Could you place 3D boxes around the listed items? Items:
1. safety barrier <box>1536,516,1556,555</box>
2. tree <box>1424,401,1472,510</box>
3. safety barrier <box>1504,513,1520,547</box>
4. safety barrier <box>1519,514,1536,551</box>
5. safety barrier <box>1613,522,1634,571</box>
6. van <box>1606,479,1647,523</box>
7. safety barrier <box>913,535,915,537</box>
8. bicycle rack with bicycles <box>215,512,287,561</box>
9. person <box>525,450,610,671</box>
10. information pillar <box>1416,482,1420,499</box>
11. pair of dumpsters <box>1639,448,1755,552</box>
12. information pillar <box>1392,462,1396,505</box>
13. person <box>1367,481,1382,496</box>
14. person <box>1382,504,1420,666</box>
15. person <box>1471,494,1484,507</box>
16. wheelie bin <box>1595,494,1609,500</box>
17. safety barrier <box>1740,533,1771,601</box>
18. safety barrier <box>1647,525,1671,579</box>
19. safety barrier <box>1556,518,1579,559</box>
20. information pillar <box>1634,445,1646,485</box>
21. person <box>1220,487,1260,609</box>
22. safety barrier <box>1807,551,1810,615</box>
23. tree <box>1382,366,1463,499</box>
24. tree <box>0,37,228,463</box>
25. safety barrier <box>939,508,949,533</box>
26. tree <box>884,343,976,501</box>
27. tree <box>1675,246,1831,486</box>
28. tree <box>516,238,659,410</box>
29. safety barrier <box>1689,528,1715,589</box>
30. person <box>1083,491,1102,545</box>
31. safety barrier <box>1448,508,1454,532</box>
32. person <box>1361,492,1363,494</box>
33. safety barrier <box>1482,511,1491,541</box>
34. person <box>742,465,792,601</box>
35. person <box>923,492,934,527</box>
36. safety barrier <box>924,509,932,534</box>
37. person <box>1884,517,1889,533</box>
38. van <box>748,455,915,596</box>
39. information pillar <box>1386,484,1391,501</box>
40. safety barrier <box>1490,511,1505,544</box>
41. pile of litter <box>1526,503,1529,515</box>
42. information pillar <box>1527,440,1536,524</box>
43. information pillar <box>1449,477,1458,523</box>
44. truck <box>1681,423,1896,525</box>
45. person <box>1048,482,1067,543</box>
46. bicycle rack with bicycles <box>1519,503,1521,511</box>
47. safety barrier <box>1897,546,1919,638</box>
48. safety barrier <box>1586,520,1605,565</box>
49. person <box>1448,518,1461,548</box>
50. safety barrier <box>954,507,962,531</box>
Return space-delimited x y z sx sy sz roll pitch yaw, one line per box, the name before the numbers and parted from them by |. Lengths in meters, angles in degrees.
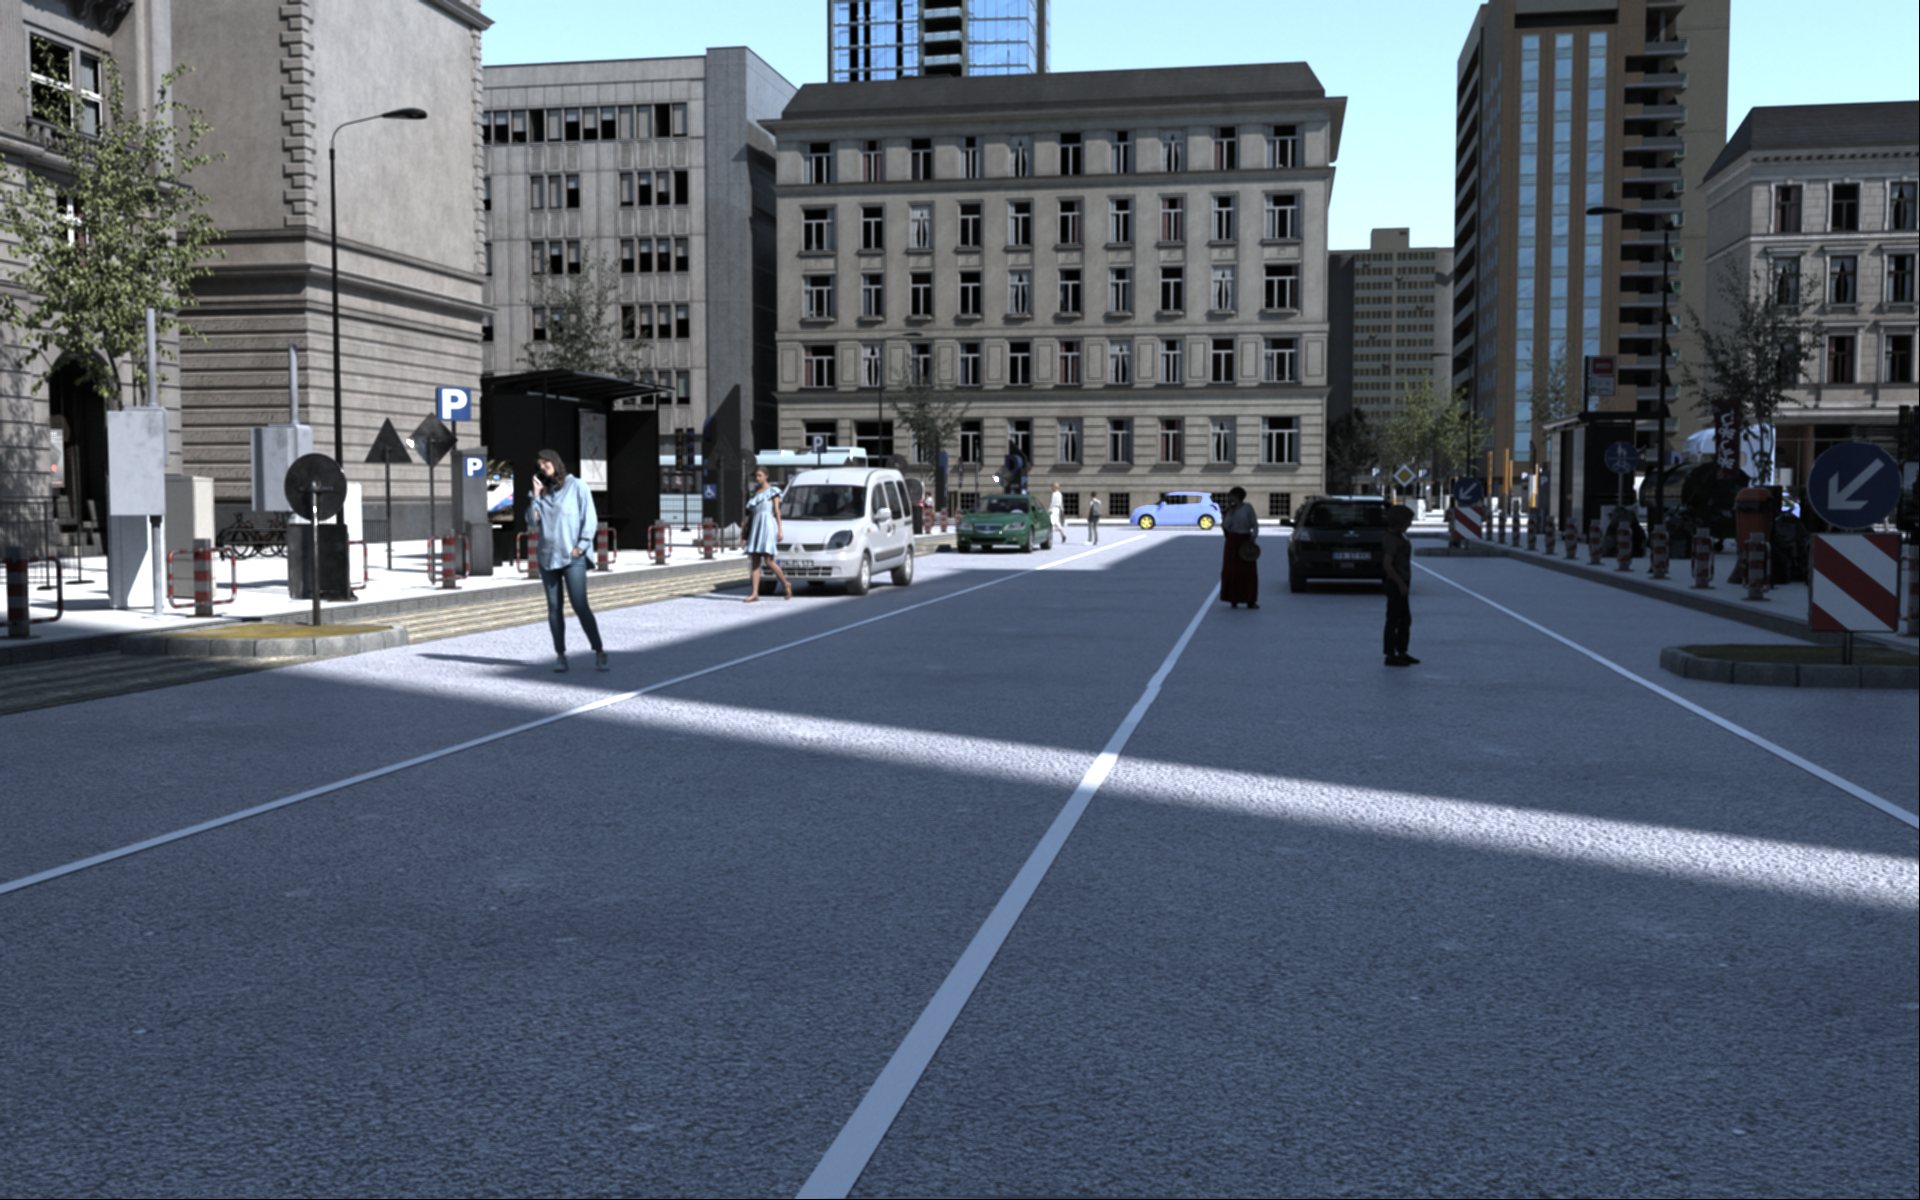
safety barrier | 12.513 -1.373 36.728 0.300 0.817 1.120 1 4 10
tree | 38.581 -11.462 137.758 4.360 8.622 3.978 0 3 0
safety barrier | 13.488 -1.697 42.014 0.300 0.817 1.120 1 4 10
safety barrier | 12.999 -1.535 39.372 0.300 0.817 1.120 1 4 10
safety barrier | 11.045 -0.888 28.794 0.300 0.817 1.120 1 4 10
van | 27.508 -3.852 69.987 4.112 2.044 2.013 1 4 10
safety barrier | -1.508 -2.332 52.405 0.300 0.817 1.120 1 4 10
bicycle rack with bicycles | -13.868 -1.282 34.342 2.925 0.926 2.852 -1 4 -23
person | -3.176 -0.324 14.058 0.793 1.790 0.793 -1 4 -14
information pillar | 27.401 -6.081 103.909 0.304 2.012 0.304 0 4 -4
pair of dumpsters | 16.491 -2.225 38.869 1.574 2.255 4.437 1 4 11
information pillar | 31.723 -8.269 126.552 0.183 3.616 0.504 0 4 -4
person | 12.082 -2.561 50.551 0.537 1.800 0.526 1 4 20
person | 3.698 -0.127 14.483 0.340 1.345 0.435 1 4 10
person | 19.501 -3.527 65.522 0.474 1.900 0.648 3 4 39
wheelie bin | 19.415 -2.764 53.108 0.980 1.594 0.693 -3 5 -42
safety barrier | 9.580 -0.401 20.833 0.300 0.817 1.120 1 4 10
safety barrier | 10.560 -0.726 26.137 0.300 0.817 1.120 1 4 10
safety barrier | 12.024 -1.211 34.080 0.300 0.817 1.120 1 4 10
information pillar | 32.474 -5.586 82.689 0.504 3.616 0.183 0 4 6
person | 3.525 -0.658 21.725 0.523 1.526 0.387 2 4 26
safety barrier | 9.091 -0.239 18.186 0.300 0.817 1.120 1 4 10
tree | 26.489 -9.196 100.719 4.737 8.622 4.395 0 3 0
tree | -13.711 -4.746 27.964 4.737 8.622 4.395 0 3 0
safety barrier | -0.535 -2.656 57.696 0.300 0.817 1.120 1 4 10
tree | -1.599 -8.245 85.175 4.360 8.622 3.978 0 3 0
tree | 23.413 -6.149 50.893 4.360 8.622 3.978 0 3 0
tree | -11.099 -6.141 50.765 4.360 8.622 3.978 0 3 0
safety barrier | 10.070 -0.563 23.485 0.300 0.817 1.120 1 4 10
person | 3.769 -2.317 48.980 0.523 1.515 0.503 1 4 16
safety barrier | 16.418 -2.668 57.903 0.300 0.817 1.120 1 4 10
person | 52.011 -13.186 224.603 1.217 1.766 0.721 -2 4 -32
safety barrier | 14.463 -2.020 47.309 0.300 0.817 1.120 1 4 10
person | -2.629 -0.893 23.202 0.616 1.811 0.778 3 5 43
person | -1.372 -3.975 75.953 0.523 1.526 0.387 0 4 7
safety barrier | -1.019 -2.494 55.053 0.300 0.817 1.120 1 4 10
person | 32.570 -3.205 61.096 0.583 1.804 0.606 -1 4 -14
van | -1.862 -1.154 25.880 2.013 2.044 4.112 1 4 12
information pillar | 31.439 -7.493 127.009 0.304 2.012 0.304 2 4 26
safety barrier | 13.973 -1.859 44.664 0.300 0.817 1.120 1 4 10
pile of litter | 35.873 -5.748 107.938 1.176 0.858 1.719 1 4 19
information pillar | 24.685 -5.100 74.732 0.183 3.616 0.504 0 4 -4
information pillar | 21.641 -4.369 75.932 0.304 2.012 0.304 2 4 31
truck | 36.225 -4.577 64.587 18.799 4.110 2.967 1 4 12
person | 2.824 -2.584 51.100 0.694 1.780 0.624 -3 5 -40
bicycle rack with bicycles | 41.424 -6.862 125.575 2.925 0.926 2.852 -1 4 -15
safety barrier | 8.601 -0.077 15.527 0.300 0.817 1.120 1 4 10
safety barrier | 11.537 -1.050 31.435 0.300 0.817 1.120 1 4 10
person | 12.814 -1.735 44.788 0.347 0.859 0.695 1 4 15
safety barrier | -0.048 -2.818 60.344 0.300 0.817 1.120 1 4 10
